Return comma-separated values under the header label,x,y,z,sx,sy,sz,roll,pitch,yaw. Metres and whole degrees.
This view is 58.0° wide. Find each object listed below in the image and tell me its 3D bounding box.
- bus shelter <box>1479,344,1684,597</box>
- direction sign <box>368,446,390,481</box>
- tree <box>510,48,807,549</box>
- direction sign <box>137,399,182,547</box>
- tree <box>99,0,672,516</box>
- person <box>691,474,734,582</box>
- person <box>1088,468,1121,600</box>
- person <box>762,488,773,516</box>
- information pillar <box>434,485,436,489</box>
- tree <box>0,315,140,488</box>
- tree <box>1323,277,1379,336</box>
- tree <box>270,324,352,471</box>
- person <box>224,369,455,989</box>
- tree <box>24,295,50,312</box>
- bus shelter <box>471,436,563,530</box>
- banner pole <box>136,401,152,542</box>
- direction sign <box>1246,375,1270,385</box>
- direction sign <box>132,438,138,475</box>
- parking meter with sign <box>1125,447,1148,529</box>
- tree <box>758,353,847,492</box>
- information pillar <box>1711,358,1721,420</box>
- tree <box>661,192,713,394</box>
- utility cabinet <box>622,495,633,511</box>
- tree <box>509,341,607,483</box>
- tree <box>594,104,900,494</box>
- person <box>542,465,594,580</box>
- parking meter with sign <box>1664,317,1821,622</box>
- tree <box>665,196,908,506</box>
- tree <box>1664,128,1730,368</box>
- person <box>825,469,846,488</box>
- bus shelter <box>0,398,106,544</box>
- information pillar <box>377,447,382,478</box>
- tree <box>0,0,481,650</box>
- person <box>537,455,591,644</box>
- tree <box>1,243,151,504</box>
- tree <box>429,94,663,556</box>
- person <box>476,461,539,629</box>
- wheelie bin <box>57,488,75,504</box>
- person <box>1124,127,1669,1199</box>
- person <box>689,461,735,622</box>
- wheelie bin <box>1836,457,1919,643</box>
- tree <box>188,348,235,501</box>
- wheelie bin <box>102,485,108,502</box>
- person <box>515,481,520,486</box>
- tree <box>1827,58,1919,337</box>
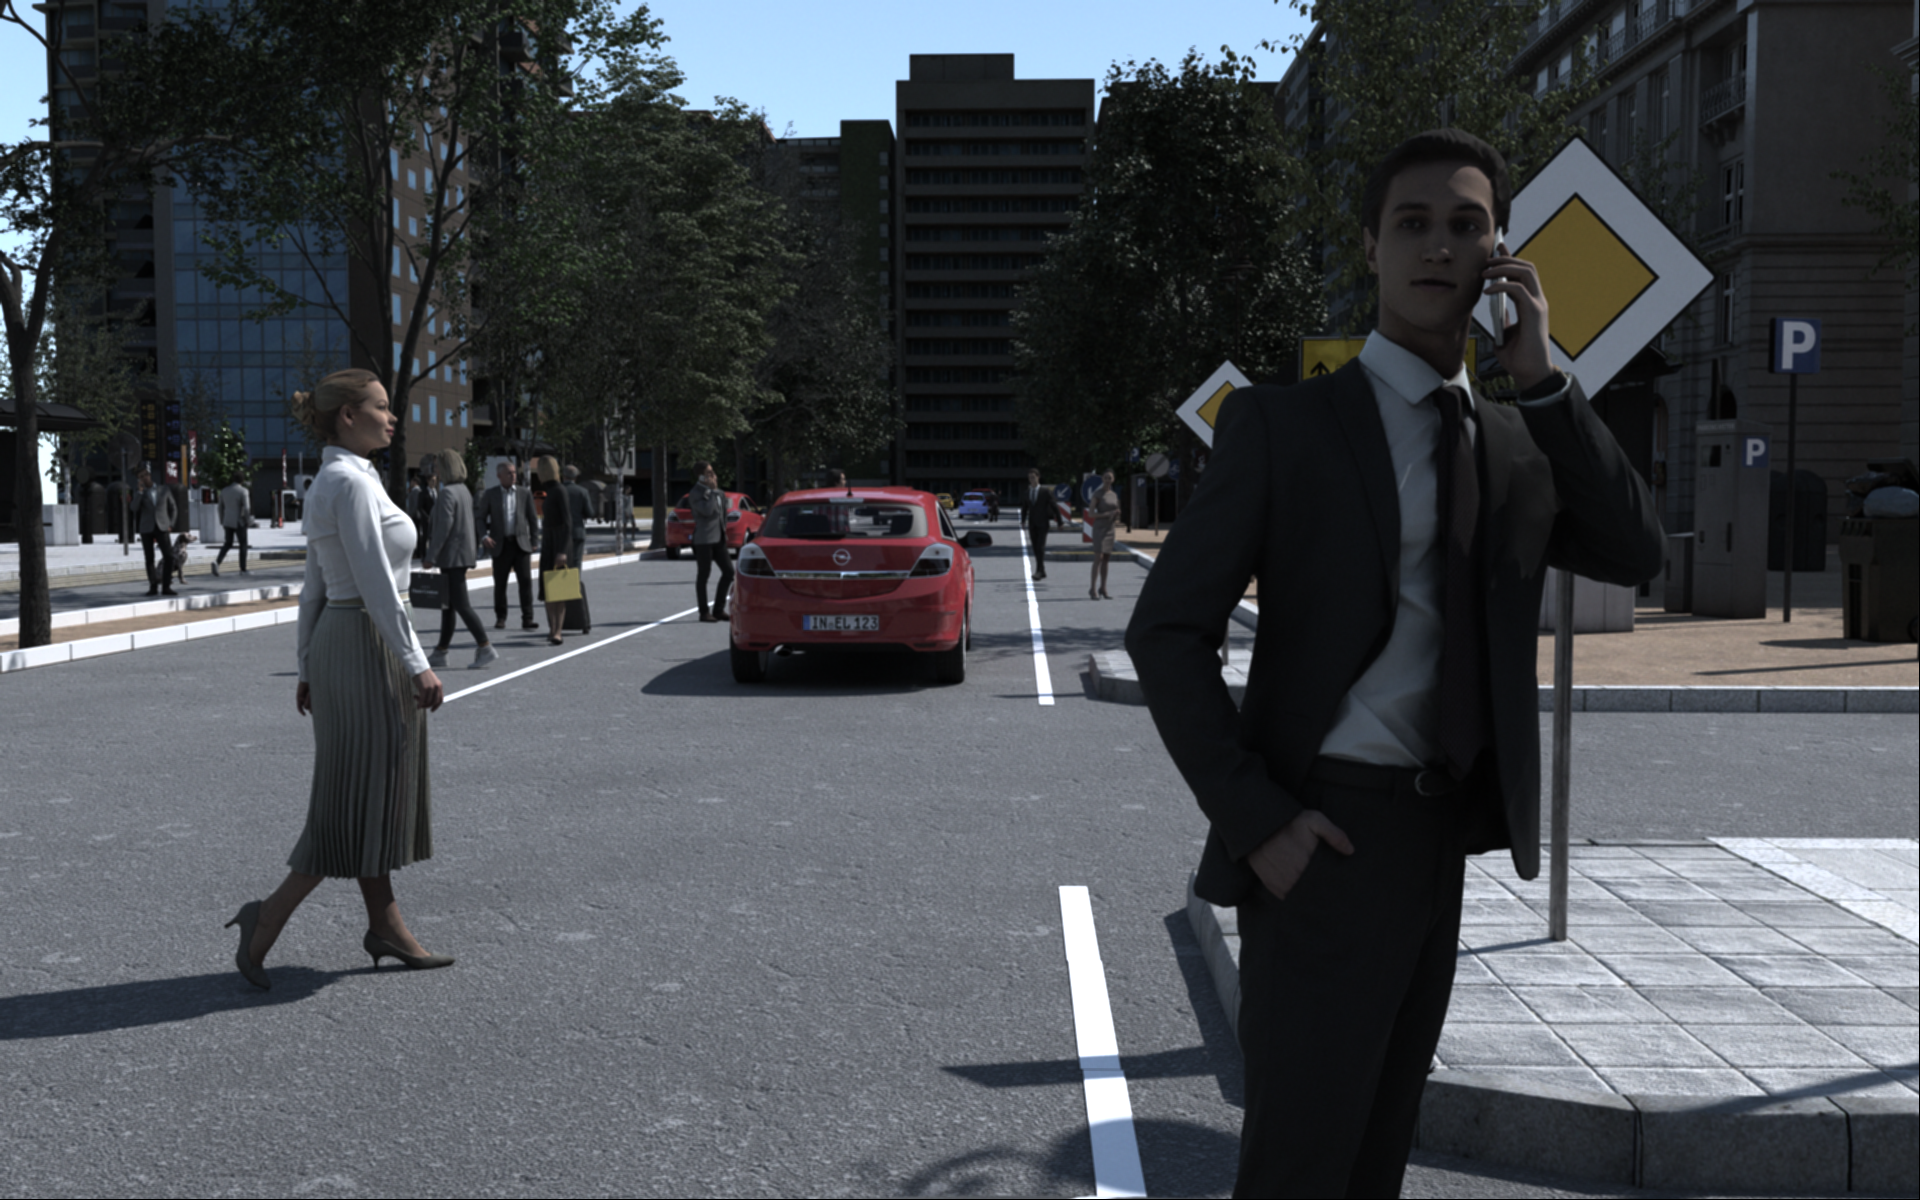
label,x,y,z,sx,sy,sz,roll,pitch,yaw
bus shelter,7.921,-1.841,24.016,2.014,3.302,5.546,0,4,2
direction sign,-19.344,-4.027,57.833,0.876,3.537,0.379,1,4,15
tree,-7.868,-7.594,44.751,7.486,12.596,7.792,0,3,0
direction sign,-19.203,-3.039,41.681,0.876,3.537,0.379,-2,4,-34
tree,-7.974,-5.880,24.356,9.928,11.665,9.643,0,3,0
person,-3.978,-1.169,28.014,0.661,1.777,0.834,-3,5,-44
person,1.978,-0.903,23.612,0.599,1.781,0.374,-3,5,-40
person,-9.072,-4.570,82.992,0.755,1.850,0.659,-1,4,-20
information pillar,-25.042,-4.757,82.276,0.304,2.012,0.304,-2,4,-26
tree,-37.524,-7.564,74.033,4.737,8.622,4.395,0,3,0
tree,13.119,-6.580,57.952,4.360,8.622,3.978,0,3,0
tree,-27.479,-7.604,74.685,4.360,8.622,3.978,0,3,0
person,-1.825,0.224,5.071,0.641,1.798,0.478,-1,4,-18
tree,-34.792,-6.988,64.614,4.737,8.622,4.395,0,3,0
bus shelter,-16.244,-4.255,63.486,2.014,3.302,5.546,0,4,2
banner pole,-22.072,-3.483,46.968,0.401,3.779,0.863,0,4,-3
direction sign,5.757,-2.517,33.150,0.876,3.537,0.379,-2,4,-30
direction sign,-33.249,-4.785,70.238,0.876,3.537,0.379,2,4,26
parking meter with sign,6.553,-4.126,63.713,0.543,3.016,1.738,-1,4,-9
tree,-6.974,-7.370,73.311,4.360,8.622,3.978,0,3,0
information pillar,13.122,-2.372,30.139,0.183,3.616,0.504,2,4,31
tree,-7.650,-5.262,38.849,4.360,8.622,3.978,0,3,0
utility cabinet,-16.636,-4.566,85.818,0.306,1.237,1.020,2,4,29
tree,-17.830,-7.800,77.892,4.737,8.622,4.395,0,3,0
tree,-6.957,-8.667,54.527,12.009,13.543,11.850,0,3,0
person,-5.048,-0.836,22.345,0.661,1.801,0.590,-1,4,-10
parking meter with sign,8.050,-1.332,18.032,0.543,3.016,1.738,-1,4,-16
tree,-6.910,-8.942,65.671,9.611,12.733,9.660,0,3,0
tree,12.964,-5.128,34.200,4.737,8.622,4.395,0,3,0
person,-1.503,-0.650,19.962,0.643,1.720,0.563,-3,5,-42
bus shelter,-20.134,-2.572,35.975,2.014,3.302,5.546,0,4,2
information pillar,-22.174,-4.572,66.115,0.183,3.616,0.504,0,4,0
tree,-8.224,-4.809,15.501,8.767,10.594,7.601,0,4,2
person,-3.891,-0.506,16.995,0.699,1.804,1.509,0,4,4
tree,-25.176,-6.038,49.081,4.360,8.622,3.978,0,3,0
tree,-7.966,-4.828,31.765,4.360,8.622,3.978,0,3,0
person,-4.743,-0.576,18.315,0.661,1.777,0.834,-2,4,-32
wheelie bin,-31.264,-3.231,60.734,0.693,1.594,0.980,-2,4,-28
person,0.579,0.342,2.264,0.648,1.900,0.474,-3,4,-36
person,-2.773,-0.657,19.426,0.473,1.802,0.592,3,4,37
wheelie bin,8.105,-0.441,15.126,0.693,1.594,0.980,0,4,-2
tree,-37.843,-8.272,85.607,4.360,8.622,3.978,0,3,0
wheelie bin,-30.946,-3.359,62.833,0.980,1.594,0.693,0,4,7
person,-13.730,-2.762,53.429,0.659,1.850,0.755,0,4,3
tree,15.002,-4.577,25.190,4.737,8.622,4.395,0,3,0
